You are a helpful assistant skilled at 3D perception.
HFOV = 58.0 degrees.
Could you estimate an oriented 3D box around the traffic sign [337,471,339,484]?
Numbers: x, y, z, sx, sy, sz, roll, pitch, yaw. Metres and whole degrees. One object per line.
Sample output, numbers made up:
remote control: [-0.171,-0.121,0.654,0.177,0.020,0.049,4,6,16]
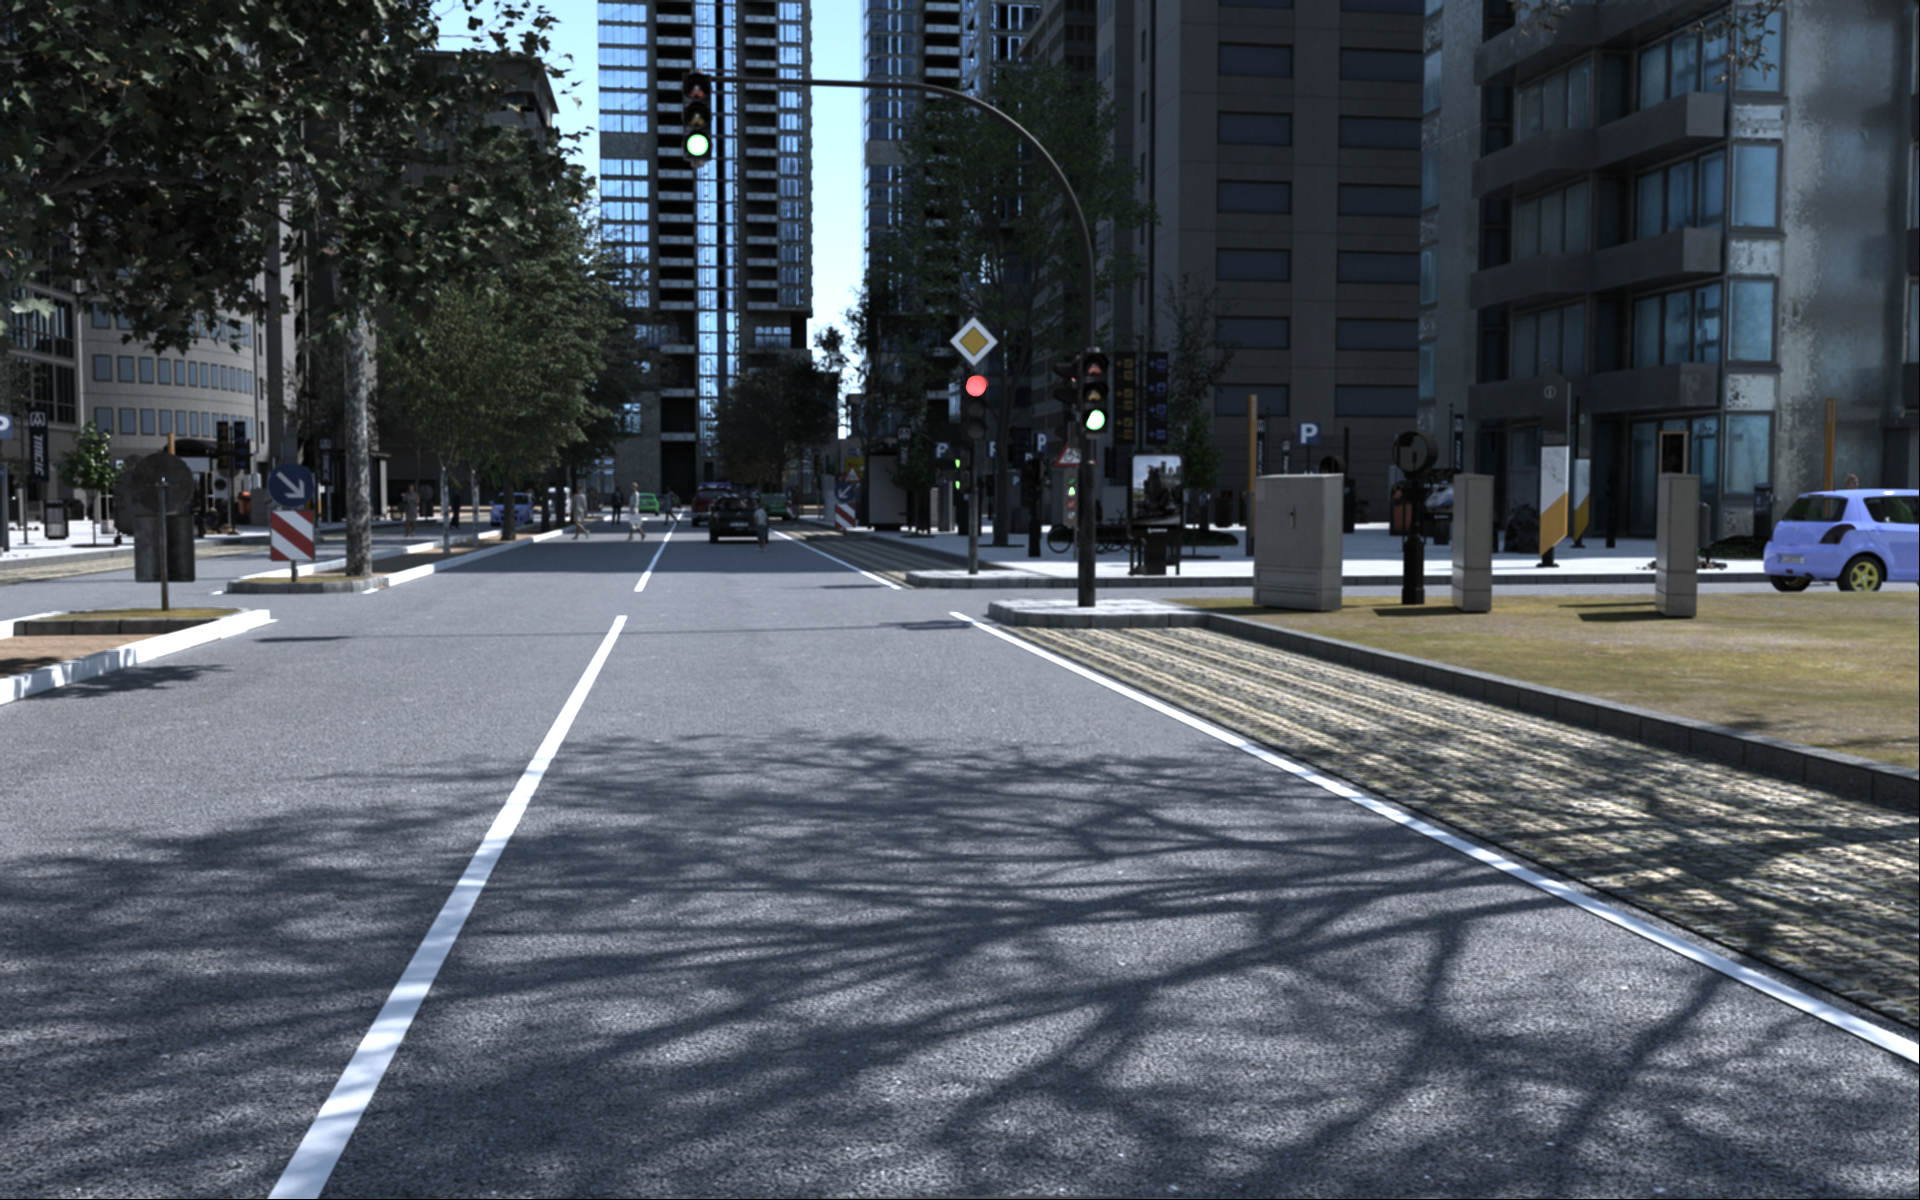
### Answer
traffic sign: [-33.226,-5.689,93.115,0.768,2.556,0.104,0,3,0]

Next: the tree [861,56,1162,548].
tree: [1.088,-7.086,41.613,9.928,11.665,9.643,0,3,0]

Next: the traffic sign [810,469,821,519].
traffic sign: [-7.294,-5.478,89.561,0.884,2.594,0.081,0,4,-8]

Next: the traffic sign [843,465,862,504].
traffic sign: [-4.758,-4.675,76.442,0.884,2.594,0.081,0,4,-8]

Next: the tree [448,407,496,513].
tree: [-33.475,-10.324,119.159,4.360,8.622,3.978,0,3,0]

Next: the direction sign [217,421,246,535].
direction sign: [-22.695,-3.793,54.013,0.876,3.537,0.379,0,3,0]

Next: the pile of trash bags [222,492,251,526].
pile of trash bags: [-29.866,-3.733,70.783,3.447,1.369,1.912,3,5,42]

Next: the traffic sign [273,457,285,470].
traffic sign: [-23.762,-3.710,60.666,0.884,2.594,0.081,0,4,-8]

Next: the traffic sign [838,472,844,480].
traffic sign: [-6.712,-6.165,100.903,0.768,2.556,0.104,0,4,-7]

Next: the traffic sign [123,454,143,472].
traffic sign: [-26.369,-3.380,55.366,0.768,2.556,0.104,0,4,-2]

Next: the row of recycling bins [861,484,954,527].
row of recycling bins: [-2.170,-3.768,68.714,3.534,1.692,1.069,-1,4,-8]

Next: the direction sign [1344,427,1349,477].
direction sign: [13.188,-4.108,59.165,0.379,3.537,0.876,1,4,20]

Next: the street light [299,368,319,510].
street light: [-23.943,-5.570,63.856,0.468,5.910,1.993,-1,4,-9]

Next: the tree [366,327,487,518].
tree: [-28.456,-9.588,91.176,7.601,10.594,8.767,0,4,-7]

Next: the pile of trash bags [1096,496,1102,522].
pile of trash bags: [6.851,-4.287,79.849,1.912,1.369,3.447,2,4,28]

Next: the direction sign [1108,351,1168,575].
direction sign: [2.874,-2.177,27.587,0.876,3.537,0.379,-1,4,-9]

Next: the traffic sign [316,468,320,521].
traffic sign: [-30.545,-5.022,82.208,0.768,2.556,0.104,0,4,-1]

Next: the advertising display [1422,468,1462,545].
advertising display: [12.116,-2.344,43.544,0.974,1.923,0.123,3,4,36]

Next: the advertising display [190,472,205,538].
advertising display: [-22.354,-2.786,50.760,0.123,1.923,0.974,-3,5,-41]

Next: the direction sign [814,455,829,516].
direction sign: [-8.108,-6.694,101.441,0.876,3.537,0.379,-1,4,-18]

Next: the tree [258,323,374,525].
tree: [-26.674,-7.462,72.365,4.360,8.622,3.978,0,3,0]

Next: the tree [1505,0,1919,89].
tree: [5.609,-5.955,7.733,12.009,13.543,11.850,0,3,0]

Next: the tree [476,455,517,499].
tree: [-36.387,-9.330,136.260,4.285,4.588,4.351,0,3,0]

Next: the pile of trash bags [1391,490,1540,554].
pile of trash bags: [11.280,-1.745,38.282,3.447,1.369,1.912,1,4,20]

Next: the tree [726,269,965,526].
tree: [-3.725,-8.261,69.474,7.601,10.594,8.767,3,4,37]

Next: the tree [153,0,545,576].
tree: [-11.808,-10.513,30.241,12.611,20.169,13.585,0,3,0]

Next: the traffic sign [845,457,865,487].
traffic sign: [-5.119,-6.134,94.157,2.265,3.308,0.079,0,4,-6]

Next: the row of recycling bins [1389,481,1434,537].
row of recycling bins: [14.131,-2.756,52.167,1.069,1.692,3.534,-1,4,-17]

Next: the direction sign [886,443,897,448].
direction sign: [-3.117,-5.224,77.409,0.379,3.537,0.876,3,5,39]

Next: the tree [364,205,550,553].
tree: [-12.267,-5.403,41.163,4.737,8.622,4.395,0,3,0]

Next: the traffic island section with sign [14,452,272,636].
traffic island section with sign: [-8.664,-0.630,18.441,2.006,1.907,1.989,-1,4,-9]

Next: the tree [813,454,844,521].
tree: [-6.292,-5.452,83.743,1.663,3.219,1.824,0,3,0]

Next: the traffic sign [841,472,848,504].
traffic sign: [-6.232,-5.882,96.270,0.768,2.556,0.104,0,4,-2]

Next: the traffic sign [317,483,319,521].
traffic sign: [-31.067,-5.117,83.770,0.768,2.556,0.104,0,4,-2]

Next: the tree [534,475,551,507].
tree: [-42.076,-11.015,174.697,1.663,3.219,1.824,0,3,0]

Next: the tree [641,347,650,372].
tree: [-17.039,-9.335,73.218,7.486,12.596,7.792,0,3,0]

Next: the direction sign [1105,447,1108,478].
direction sign: [7.264,-5.604,83.619,0.379,3.537,0.876,3,5,44]

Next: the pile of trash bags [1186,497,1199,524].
pile of trash bags: [9.195,-3.884,73.262,1.912,1.369,3.447,2,4,25]

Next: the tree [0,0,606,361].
tree: [-7.560,-5.677,12.279,9.611,12.733,9.660,0,3,0]

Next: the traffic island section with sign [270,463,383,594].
traffic island section with sign: [-9.786,-1.078,25.763,2.006,1.907,1.989,-1,4,-9]

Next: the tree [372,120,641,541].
tree: [-13.958,-8.097,52.966,7.486,12.596,7.792,0,3,0]

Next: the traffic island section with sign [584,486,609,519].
traffic island section with sign: [-21.272,-5.620,100.022,2.006,1.907,1.989,-1,4,-9]

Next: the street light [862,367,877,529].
street light: [-3.316,-5.531,63.228,0.468,5.910,1.993,-1,4,-9]

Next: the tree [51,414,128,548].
tree: [-20.902,-2.897,41.968,1.663,3.219,1.824,0,3,0]

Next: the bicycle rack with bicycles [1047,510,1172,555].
bicycle rack with bicycles: [3.344,-1.479,37.559,2.925,0.926,2.852,0,4,-6]

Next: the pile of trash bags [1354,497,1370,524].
pile of trash bags: [16.728,-3.981,74.840,1.912,1.369,3.447,1,4,13]

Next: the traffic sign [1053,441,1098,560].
traffic sign: [2.249,-2.062,33.724,0.884,2.594,0.081,0,4,-4]

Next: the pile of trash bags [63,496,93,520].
pile of trash bags: [-43.512,-4.586,84.728,3.447,1.369,1.912,-1,4,-21]

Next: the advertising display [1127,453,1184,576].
advertising display: [3.067,-1.346,27.221,0.974,1.923,0.123,-2,4,-26]

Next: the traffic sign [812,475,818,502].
traffic sign: [-8.397,-6.264,102.524,0.768,2.556,0.104,0,4,-5]

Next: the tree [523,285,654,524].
tree: [-18.502,-9.472,83.087,9.928,11.665,9.643,0,3,0]

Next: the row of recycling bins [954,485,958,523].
row of recycling bins: [-0.462,-4.285,77.171,1.069,1.692,3.534,-2,4,-26]

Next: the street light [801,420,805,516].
street light: [-9.279,-7.888,101.751,0.468,5.910,1.993,-1,4,-9]

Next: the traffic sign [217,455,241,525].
traffic sign: [-24.004,-3.472,56.872,0.768,2.556,0.104,0,4,-6]

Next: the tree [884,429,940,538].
tree: [-1.176,-3.472,51.375,1.663,3.219,1.824,0,3,0]
